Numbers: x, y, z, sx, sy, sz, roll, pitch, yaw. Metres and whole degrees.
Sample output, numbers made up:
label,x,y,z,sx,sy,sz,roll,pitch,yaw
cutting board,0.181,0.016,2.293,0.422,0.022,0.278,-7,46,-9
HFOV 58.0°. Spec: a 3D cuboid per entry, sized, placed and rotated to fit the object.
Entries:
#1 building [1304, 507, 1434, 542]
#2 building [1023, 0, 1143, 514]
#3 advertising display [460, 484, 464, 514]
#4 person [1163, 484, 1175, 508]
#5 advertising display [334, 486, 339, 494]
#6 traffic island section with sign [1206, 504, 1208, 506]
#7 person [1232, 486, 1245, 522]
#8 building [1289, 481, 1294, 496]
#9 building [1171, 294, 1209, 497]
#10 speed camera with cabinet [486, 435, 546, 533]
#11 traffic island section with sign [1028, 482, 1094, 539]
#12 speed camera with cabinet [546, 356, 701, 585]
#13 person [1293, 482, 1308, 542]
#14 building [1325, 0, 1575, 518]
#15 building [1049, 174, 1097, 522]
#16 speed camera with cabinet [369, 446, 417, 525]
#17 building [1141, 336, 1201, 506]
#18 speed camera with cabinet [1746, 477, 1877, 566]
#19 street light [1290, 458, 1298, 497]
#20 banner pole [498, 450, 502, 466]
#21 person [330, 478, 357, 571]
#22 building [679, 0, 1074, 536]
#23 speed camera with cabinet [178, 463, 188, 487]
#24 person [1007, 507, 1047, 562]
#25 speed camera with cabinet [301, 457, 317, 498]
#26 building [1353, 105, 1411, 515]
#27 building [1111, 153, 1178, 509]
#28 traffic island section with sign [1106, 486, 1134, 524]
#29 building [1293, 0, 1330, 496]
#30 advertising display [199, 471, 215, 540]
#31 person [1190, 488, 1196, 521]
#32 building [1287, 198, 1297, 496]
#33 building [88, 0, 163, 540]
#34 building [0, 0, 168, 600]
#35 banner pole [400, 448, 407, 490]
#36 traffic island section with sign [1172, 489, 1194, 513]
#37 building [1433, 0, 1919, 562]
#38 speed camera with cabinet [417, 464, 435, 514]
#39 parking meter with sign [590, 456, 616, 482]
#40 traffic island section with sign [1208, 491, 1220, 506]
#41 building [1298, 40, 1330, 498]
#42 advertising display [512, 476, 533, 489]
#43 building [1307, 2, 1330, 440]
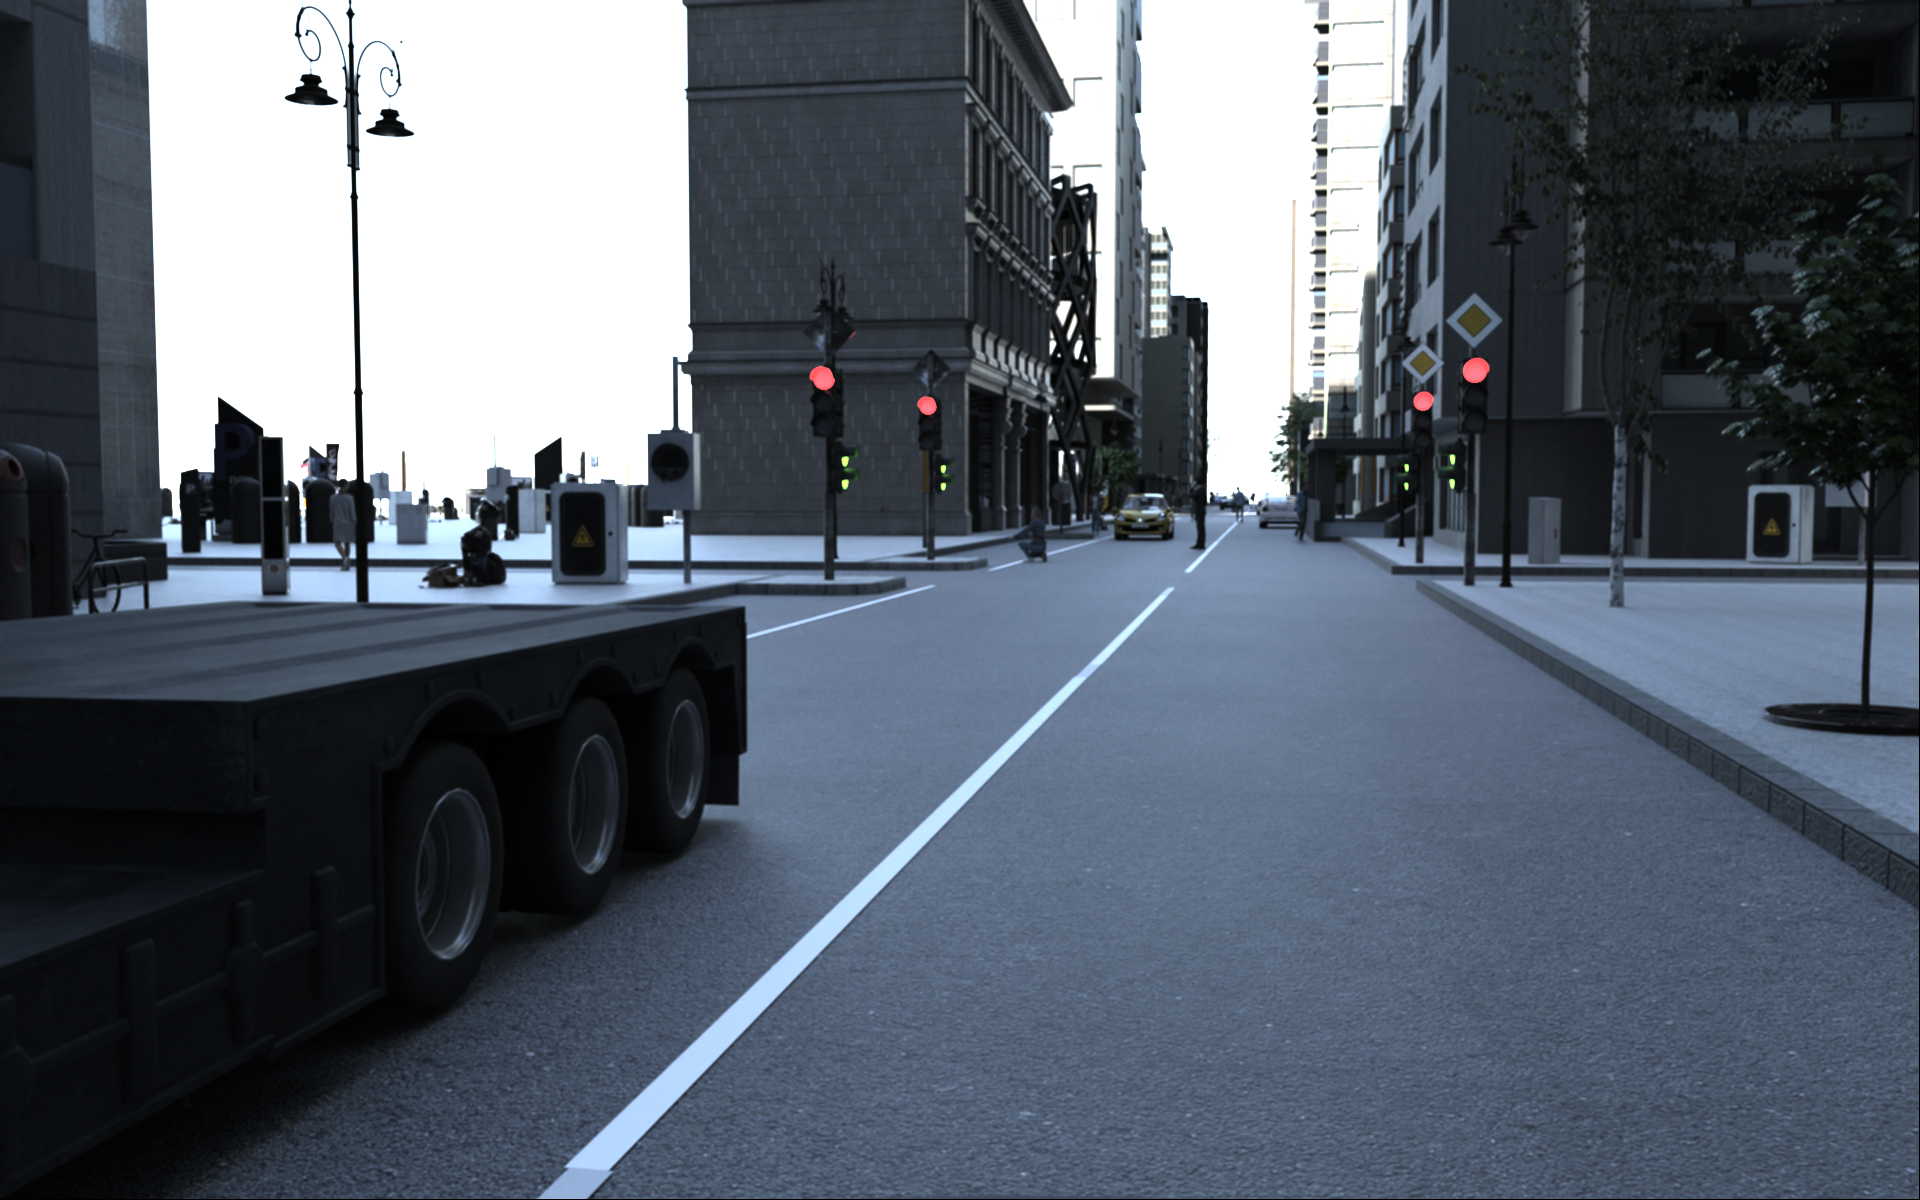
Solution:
label,x,y,z,sx,sy,sz,roll,pitch,yaw
building,27.747,-22.213,55.067,32.217,40.220,23.993,1,4,10
building,-1.222,-32.668,123.355,28.713,52.752,27.495,1,4,10
advertising display,-32.291,-6.546,112.246,0.123,1.923,0.974,-1,4,-22
person,6.969,-2.977,57.719,0.362,1.759,0.519,-1,4,-17
advertising display,-29.034,-4.597,80.371,0.123,1.923,0.974,0,4,-2
traffic island section with sign,21.371,-9.162,158.433,1.989,1.847,2.006,1,4,10
person,14.144,-4.862,87.861,0.638,1.841,0.748,0,4,8
building,60.969,-33.097,233.011,32.217,40.220,23.993,1,4,10
building,28.685,-29.295,250.665,14.160,30.474,14.107,1,4,10
speed camera with cabinet,-14.751,-3.864,57.515,2.038,3.252,0.660,2,4,24
traffic island section with sign,3.283,-2.881,55.729,1.989,1.847,2.006,1,4,10
speed camera with cabinet,-4.765,-1.857,24.692,2.038,3.252,0.660,0,4,2
person,10.203,-2.625,51.765,0.601,1.785,0.444,-3,5,-39
building,31.051,-26.251,112.791,14.154,41.232,14.086,1,4,10
building,-2.024,-13.186,83.037,16.820,18.784,16.811,1,4,10
speed camera with cabinet,-23.807,-4.779,72.474,0.660,3.252,2.038,2,4,24
building,14.208,-22.141,207.037,27.650,21.520,28.899,1,4,10
speed camera with cabinet,15.443,-2.268,31.418,0.660,3.252,2.038,-3,5,-42
street light,38.485,-13.849,199.210,0.468,5.910,1.993,1,4,10
banner pole,-25.998,-6.603,97.976,0.401,3.779,0.863,0,4,-3
person,-11.278,-1.377,31.763,0.466,1.731,0.760,-3,4,-36
building,-3.917,-12.438,54.275,10.553,20.767,40.483,1,4,10
speed camera with cabinet,-49.743,-7.188,111.854,0.660,3.252,2.038,0,4,1
person,1.452,-1.383,36.610,1.012,1.151,0.738,-3,5,-43
speed camera with cabinet,-35.115,-5.947,91.565,2.038,3.252,0.660,0,4,-4
building,35.251,-14.935,89.230,27.650,21.520,28.899,1,4,10
building,5.480,-29.448,173.358,32.217,40.220,23.993,1,4,10
traffic island section with sign,8.012,-4.523,82.571,1.989,1.847,2.006,1,4,10
building,51.011,-40.719,207.746,21.231,58.520,28.212,1,4,10
advertising display,-21.075,-2.616,47.978,0.123,1.923,0.974,2,4,24
person,12.489,-5.029,91.209,0.782,1.767,0.515,-1,4,-11
building,55.197,-36.913,253.641,14.600,45.320,14.200,1,4,10
building,-34.049,-13.914,45.508,19.932,24.808,12.078,1,4,10
building,-25.176,-29.097,17.731,28.212,58.520,21.231,1,4,10
banner pole,-30.412,-6.403,94.703,0.401,3.779,0.863,-3,5,-44
traffic island section with sign,16.693,-7.539,131.885,1.989,1.847,2.006,1,4,10
building,17.532,-21.673,37.941,14.086,41.232,14.154,1,4,10
speed camera with cabinet,-35.099,-7.286,113.455,0.660,3.252,2.038,0,4,4
parking meter with sign,-16.148,-5.097,79.591,0.543,3.016,1.738,3,4,36
traffic island section with sign,31.100,-12.540,213.653,1.989,1.847,2.006,1,4,10
building,43.613,-51.912,161.425,22.319,86.520,31.000,1,4,10
advertising display,-15.723,-3.474,62.011,0.123,1.923,0.974,3,5,40
building,38.309,-29.269,133.174,22.147,44.769,28.867,1,4,10
